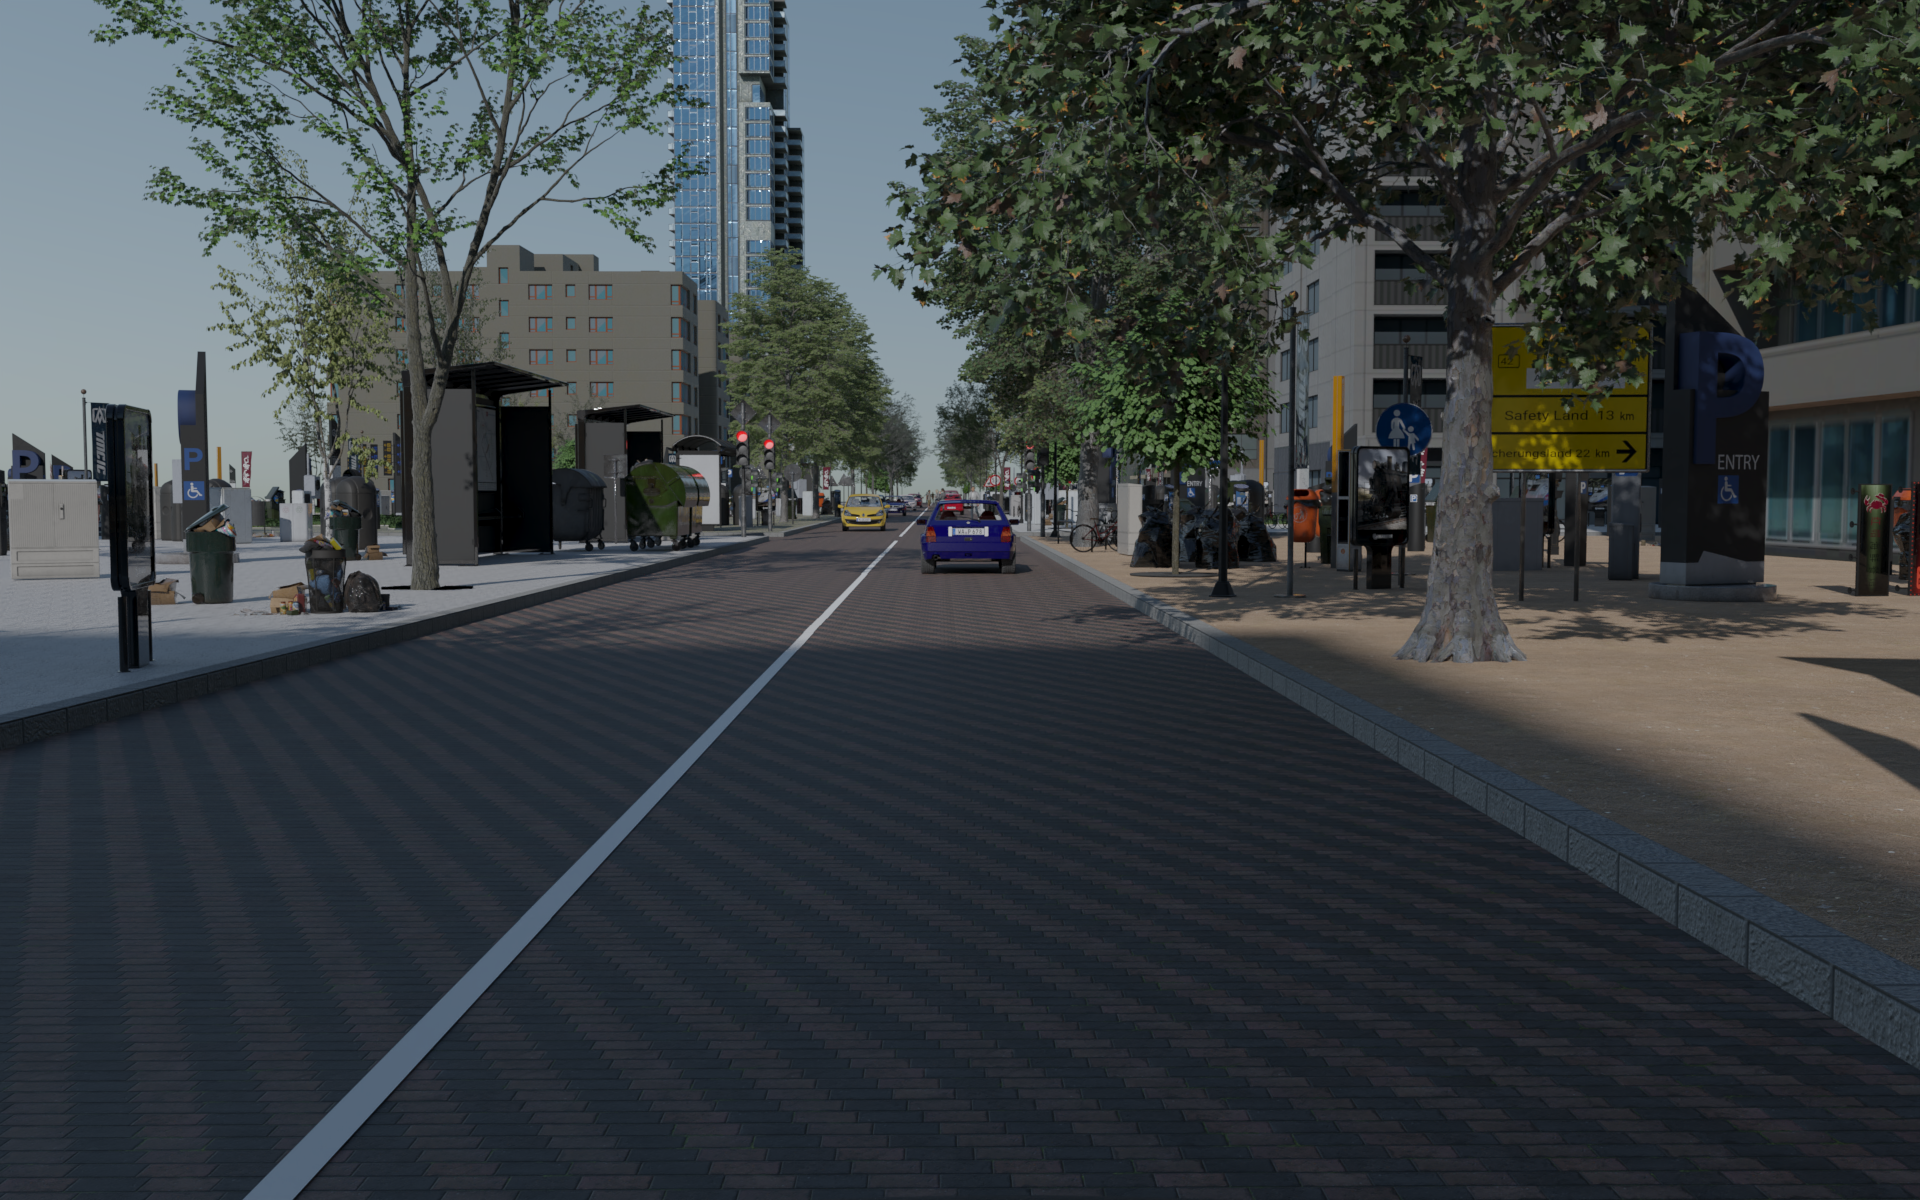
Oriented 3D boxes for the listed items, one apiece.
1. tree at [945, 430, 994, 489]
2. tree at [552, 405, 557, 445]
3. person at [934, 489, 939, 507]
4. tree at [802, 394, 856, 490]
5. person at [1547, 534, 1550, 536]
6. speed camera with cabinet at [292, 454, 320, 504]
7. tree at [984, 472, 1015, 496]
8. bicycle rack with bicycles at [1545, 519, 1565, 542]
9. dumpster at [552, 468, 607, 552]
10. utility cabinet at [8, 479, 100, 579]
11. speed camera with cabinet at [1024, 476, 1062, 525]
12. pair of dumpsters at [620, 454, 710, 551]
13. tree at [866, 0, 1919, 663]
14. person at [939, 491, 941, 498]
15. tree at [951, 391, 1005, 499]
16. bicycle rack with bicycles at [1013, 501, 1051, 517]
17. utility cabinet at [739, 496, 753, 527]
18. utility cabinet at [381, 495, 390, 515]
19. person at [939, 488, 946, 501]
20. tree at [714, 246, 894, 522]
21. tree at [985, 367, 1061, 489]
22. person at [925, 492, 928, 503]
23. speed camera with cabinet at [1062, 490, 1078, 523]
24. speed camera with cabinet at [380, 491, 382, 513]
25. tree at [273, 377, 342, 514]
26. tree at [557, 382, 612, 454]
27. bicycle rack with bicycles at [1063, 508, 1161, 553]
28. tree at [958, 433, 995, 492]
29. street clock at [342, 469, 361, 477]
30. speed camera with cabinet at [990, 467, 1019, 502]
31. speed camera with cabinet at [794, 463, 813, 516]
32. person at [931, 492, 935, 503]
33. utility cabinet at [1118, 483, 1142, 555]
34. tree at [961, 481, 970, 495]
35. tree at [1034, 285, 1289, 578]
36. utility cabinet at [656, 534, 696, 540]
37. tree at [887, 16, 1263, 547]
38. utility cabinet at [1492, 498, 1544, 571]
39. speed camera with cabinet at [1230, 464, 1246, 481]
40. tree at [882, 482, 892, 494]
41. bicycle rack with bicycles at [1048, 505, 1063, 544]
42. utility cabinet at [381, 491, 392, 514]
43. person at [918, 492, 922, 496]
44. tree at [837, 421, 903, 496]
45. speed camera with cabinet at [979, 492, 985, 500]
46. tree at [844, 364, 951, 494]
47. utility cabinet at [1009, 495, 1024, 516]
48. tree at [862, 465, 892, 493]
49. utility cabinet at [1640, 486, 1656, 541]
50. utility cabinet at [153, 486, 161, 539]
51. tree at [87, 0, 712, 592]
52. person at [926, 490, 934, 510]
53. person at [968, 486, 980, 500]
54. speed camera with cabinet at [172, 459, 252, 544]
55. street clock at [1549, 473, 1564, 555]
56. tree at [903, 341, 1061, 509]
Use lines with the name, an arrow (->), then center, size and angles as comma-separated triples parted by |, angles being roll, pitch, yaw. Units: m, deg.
tree -> 1.267, -20.411, 251.848 | 7.486, 12.596, 7.792 | 0, 3, 0
tree -> -25.433, -8.953, 96.740 | 4.360, 8.622, 3.978 | 0, 3, 0
person -> -1.795, -7.576, 132.544 | 0.526, 1.800, 0.537 | -2, 4, -23
tree -> -8.044, -9.044, 98.229 | 4.360, 8.622, 3.978 | 0, 3, 0
person -> 18.653, -2.742, 55.140 | 0.589, 1.601, 0.330 | -2, 4, -28
speed camera with cabinet -> -31.710, -5.486, 84.035 | 0.660, 3.252, 2.038 | 0, 4, 3
tree -> 3.053, -8.053, 126.274 | 1.663, 3.219, 1.824 | 0, 3, 0
bicycle rack with bicycles -> 15.218, -2.033, 46.616 | 2.852, 0.926, 2.925 | -2, 4, -29
dumpster -> -8.788, -2.048, 39.248 | 1.264, 1.857, 1.865 | 0, 4, -1
utility cabinet -> -13.622, -1.062, 26.047 | 1.173, 1.500, 0.318 | -2, 4, -31
speed camera with cabinet -> 3.387, -4.789, 72.628 | 0.660, 3.252, 2.038 | -2, 4, -27
pair of dumpsters -> -6.907, -2.336, 40.685 | 1.574, 2.255, 4.437 | 0, 4, -1
tree -> 4.047, -5.883, 13.190 | 9.611, 12.733, 9.660 | 0, 3, 0
person -> -2.392, -11.794, 201.862 | 0.617, 1.759, 0.750 | 3, 4, 37
tree -> 1.200, -17.816, 201.658 | 12.009, 13.543, 11.850 | 0, 3, 0
bicycle rack with bicycles -> 4.037, -5.101, 96.791 | 2.852, 0.926, 2.925 | 0, 4, 4
utility cabinet -> -8.460, -3.498, 68.360 | 0.306, 1.237, 1.020 | -1, 4, -23
utility cabinet -> -31.602, -5.109, 94.701 | 0.306, 1.237, 1.020 | 1, 4, 17
person -> -1.166, -5.803, 103.651 | 0.573, 1.790, 0.520 | 2, 4, 23
tree -> -7.885, -9.897, 79.936 | 7.486, 12.596, 7.792 | 0, 3, 0
tree -> 3.506, -8.368, 87.181 | 4.737, 8.622, 4.395 | 0, 3, 0
person -> -5.392, -16.809, 283.416 | 1.350, 1.814, 0.705 | -2, 4, -31
speed camera with cabinet -> 4.252, -5.005, 76.171 | 2.038, 3.252, 0.660 | 0, 4, -3
speed camera with cabinet -> -27.906, -5.289, 80.811 | 0.660, 3.252, 2.038 | 1, 4, 21
tree -> -39.743, -9.526, 106.106 | 4.360, 8.622, 3.978 | 0, 3, 0
tree -> -24.368, -9.874, 111.806 | 4.360, 8.622, 3.978 | 0, 3, 0
bicycle rack with bicycles -> 4.106, -1.546, 38.663 | 2.925, 0.926, 2.852 | 1, 4, 16
tree -> 1.908, -12.716, 158.263 | 4.360, 8.622, 3.978 | 0, 3, 0
street clock -> -17.608, -2.789, 50.174 | 0.471, 2.002, 0.358 | 1, 4, 13
speed camera with cabinet -> 3.303, -8.219, 128.723 | 2.038, 3.252, 0.660 | 1, 4, 10
speed camera with cabinet -> -9.102, -6.610, 102.404 | 0.660, 3.252, 2.038 | -3, 4, -37
person -> -4.551, -17.206, 289.919 | 1.348, 1.812, 0.705 | 0, 4, -2
utility cabinet -> 3.581, -1.697, 36.425 | 0.318, 1.500, 1.173 | 0, 4, -5
tree -> 0.844, -16.812, 269.478 | 1.663, 3.219, 1.824 | 0, 3, 0
tree -> 3.448, -2.650, 27.041 | 4.285, 4.588, 4.351 | 0, 3, 0
utility cabinet -> -7.855, -2.393, 47.808 | 0.318, 1.500, 1.173 | 3, 5, 41
tree -> 3.107, -8.269, 41.848 | 9.857, 13.997, 8.962 | 0, 3, 0
utility cabinet -> 9.273, -1.096, 29.085 | 1.020, 1.237, 0.306 | -1, 4, -17
speed camera with cabinet -> 13.168, -5.280, 80.662 | 0.660, 3.252, 2.038 | 2, 4, 28
tree -> -8.761, -13.097, 208.731 | 1.663, 3.219, 1.824 | 0, 3, 0
bicycle rack with bicycles -> 3.631, -1.870, 43.958 | 2.852, 0.926, 2.925 | 0, 4, -7
utility cabinet -> -35.564, -6.036, 107.373 | 0.318, 1.500, 1.173 | 3, 5, 39
person -> -6.368, -15.762, 266.943 | 1.217, 1.736, 0.721 | 0, 4, -7
tree -> -9.193, -14.614, 173.355 | 8.767, 10.594, 7.601 | 1, 4, 16
speed camera with cabinet -> 2.528, -8.406, 131.776 | 2.038, 3.252, 0.660 | -1, 4, -13
tree -> -8.103, -15.282, 160.227 | 12.009, 13.543, 11.850 | 0, 3, 0
utility cabinet -> 3.420, -5.552, 101.933 | 1.020, 1.237, 0.306 | -1, 4, -22
tree -> -9.082, -12.563, 189.122 | 4.285, 4.588, 4.351 | 0, 3, 0
utility cabinet -> 18.316, -2.341, 46.947 | 1.173, 1.500, 0.318 | -2, 4, -24
utility cabinet -> -22.957, -2.475, 49.141 | 1.173, 1.500, 0.318 | 3, 4, 38
tree -> -7.072, -5.953, 23.082 | 9.928, 11.665, 9.643 | 0, 3, 0
person -> -2.819, -9.290, 160.390 | 0.705, 1.824, 1.348 | 2, 4, 30
person -> 0.744, -4.931, 88.960 | 0.661, 1.843, 0.795 | 2, 4, 25
speed camera with cabinet -> -18.996, -3.038, 44.002 | 0.660, 3.252, 2.038 | 1, 4, 23
street clock -> 12.550, -1.955, 36.541 | 0.358, 2.002, 0.471 | 1, 4, 12
tree -> 2.238, -10.095, 99.463 | 8.767, 10.594, 7.601 | 1, 4, 16
